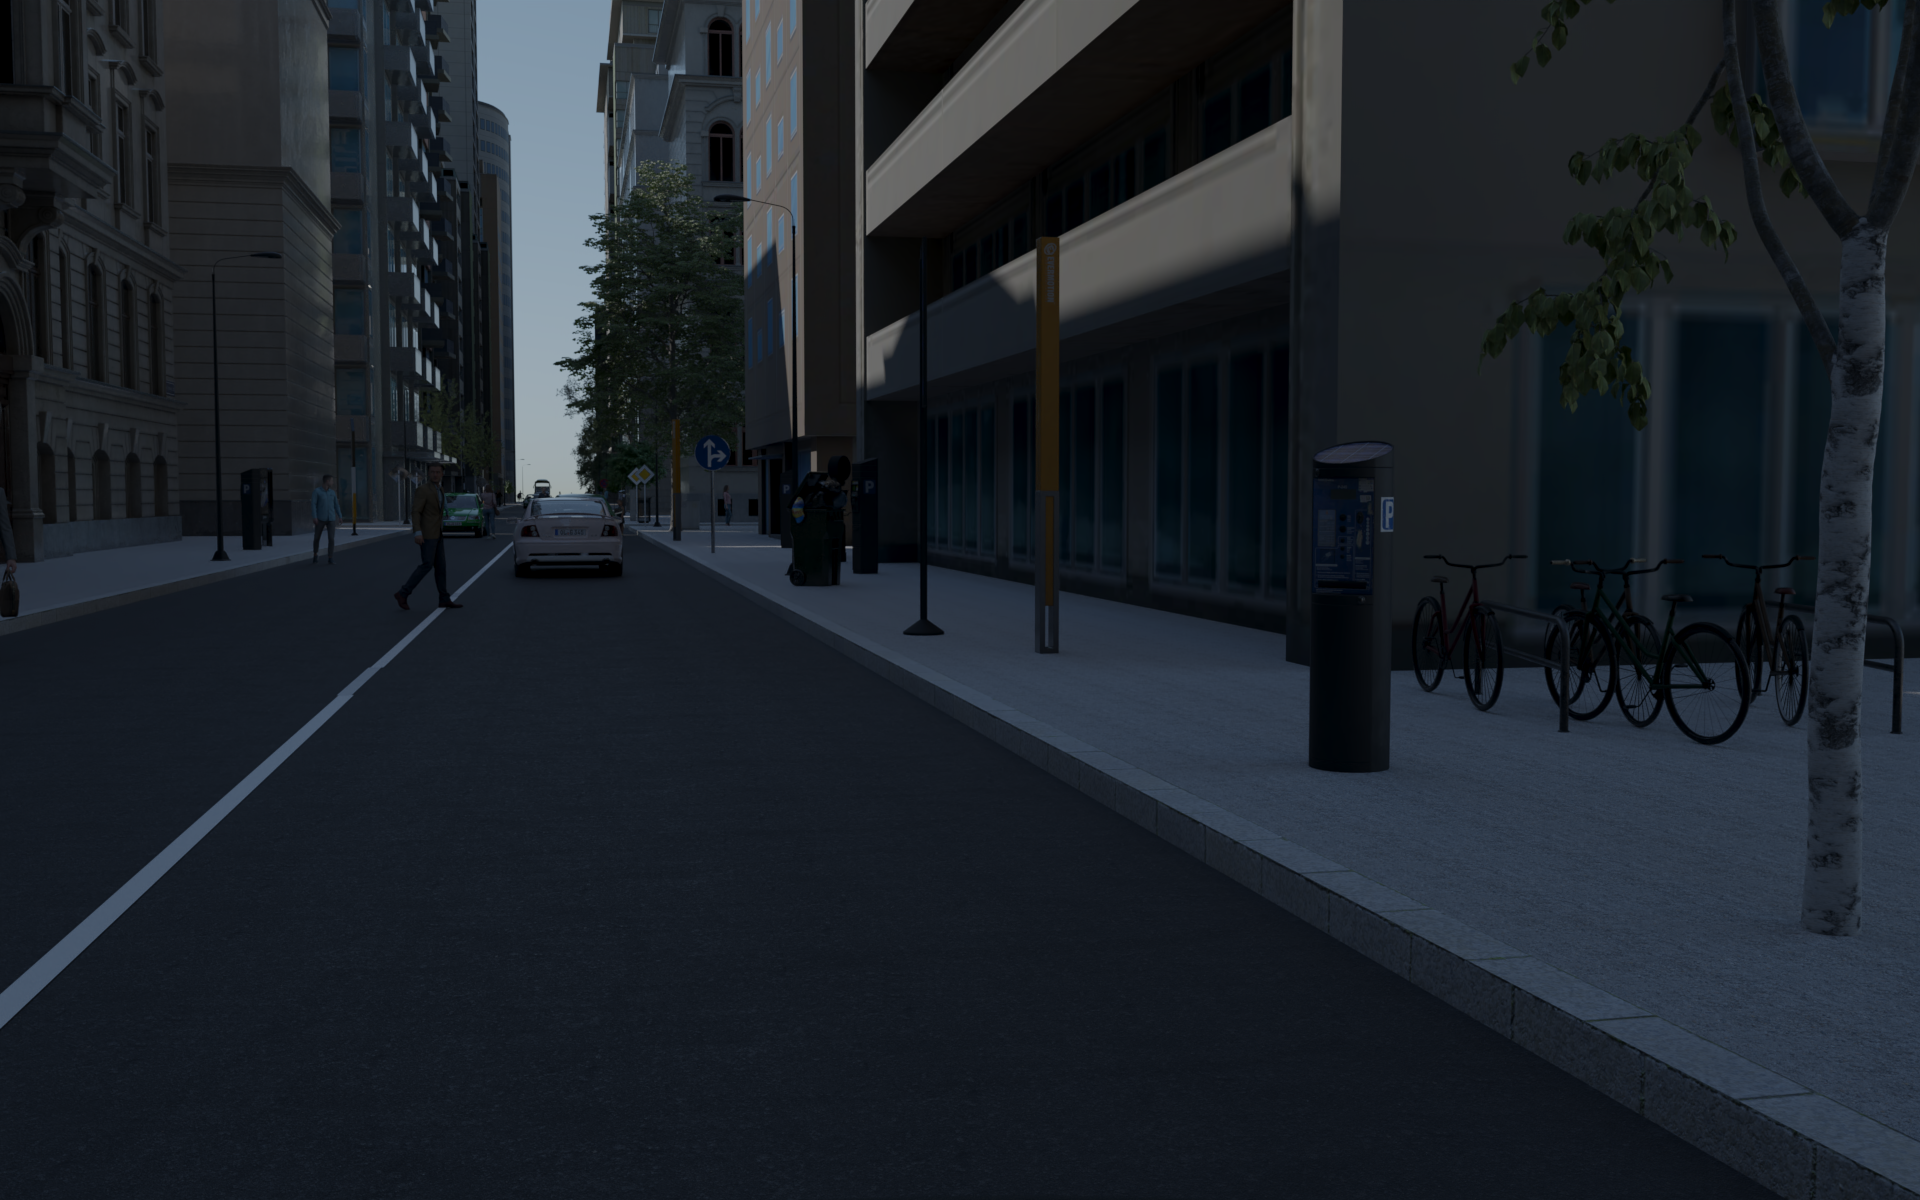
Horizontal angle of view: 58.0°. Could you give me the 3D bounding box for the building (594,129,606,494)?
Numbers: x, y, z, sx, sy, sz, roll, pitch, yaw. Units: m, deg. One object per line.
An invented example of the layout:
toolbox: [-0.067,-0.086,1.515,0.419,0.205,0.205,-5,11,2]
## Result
building: [-50.255,-59.771,289.929,22.319,86.520,31.000,-1,4,-13]

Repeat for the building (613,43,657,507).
building: [-25.147,-29.276,162.261,14.154,41.232,14.086,-1,4,-13]

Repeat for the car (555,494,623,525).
car: [-9.525,-1.936,43.458,2.131,1.459,4.920,-1,4,-12]

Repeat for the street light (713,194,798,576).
street light: [-3.125,-3.336,27.077,1.470,5.913,1.316,-1,4,-13]

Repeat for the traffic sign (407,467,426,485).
traffic sign: [-23.021,-4.355,73.389,0.795,2.593,0.064,-1,4,-13]

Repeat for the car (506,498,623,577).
car: [-7.168,-1.170,31.498,2.083,1.381,4.827,-1,4,-15]

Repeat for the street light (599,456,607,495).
street light: [-21.679,-8.308,108.372,1.470,5.913,1.316,-1,4,-13]

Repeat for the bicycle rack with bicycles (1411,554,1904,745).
bicycle rack with bicycles: [4.028,0.207,10.002,2.852,0.926,2.925,0,4,3]

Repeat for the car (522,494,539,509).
car: [-41.949,-9.698,170.355,2.131,1.459,4.920,-1,4,-11]

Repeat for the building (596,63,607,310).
building: [-29.189,-38.042,211.223,28.713,52.752,27.495,-1,4,-13]

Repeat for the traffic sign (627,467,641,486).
traffic sign: [-14.050,-4.478,75.398,0.795,2.593,0.064,-1,4,-13]

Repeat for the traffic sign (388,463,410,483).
traffic sign: [-21.252,-3.878,65.601,0.795,2.593,0.064,-1,4,-13]

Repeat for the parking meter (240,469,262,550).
parking meter: [-16.277,-2.082,39.754,0.399,1.863,0.255,2,4,23]

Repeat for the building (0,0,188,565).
building: [-22.714,-12.860,29.350,14.460,24.649,34.723,-1,4,-13]

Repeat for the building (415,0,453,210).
building: [-48.124,-28.683,123.595,22.147,44.769,28.867,-1,4,-13]

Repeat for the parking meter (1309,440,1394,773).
parking meter: [1.829,0.019,8.099,0.372,1.533,0.369,0,3,0]

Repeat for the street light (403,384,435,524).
street light: [-22.890,-6.159,73.240,1.470,5.913,1.316,-1,4,-13]

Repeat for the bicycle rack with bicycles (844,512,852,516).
bicycle rack with bicycles: [-2.102,-1.339,35.282,2.852,0.926,2.925,0,4,5]

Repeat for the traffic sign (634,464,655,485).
traffic sign: [-12.281,-4.001,67.610,0.795,2.593,0.064,-1,4,-13]

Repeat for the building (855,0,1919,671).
building: [10.753,-24.455,23.540,21.300,48.544,21.600,-1,4,-13]

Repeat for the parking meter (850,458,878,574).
parking meter: [-1.535,-1.353,27.838,0.399,1.863,0.255,-2,4,-35]

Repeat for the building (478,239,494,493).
building: [-58.692,-25.532,189.156,14.160,30.474,14.107,-1,4,-13]

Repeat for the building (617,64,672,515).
building: [-17.532,-20.955,120.104,11.434,29.767,29.804,-1,4,-13]

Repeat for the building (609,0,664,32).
building: [-22.423,-36.414,184.614,28.713,52.752,27.495,-1,4,-13]

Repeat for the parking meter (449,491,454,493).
parking meter: [-41.757,-8.190,142.320,0.372,1.533,0.369,0,3,0]

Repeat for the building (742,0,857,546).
building: [1.398,-24.404,49.120,14.600,45.320,14.200,-1,4,-13]

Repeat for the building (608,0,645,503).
building: [-41.822,-49.659,250.178,20.563,71.187,20.611,-1,4,-13]

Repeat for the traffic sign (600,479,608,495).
traffic sign: [-29.874,-8.893,145.502,0.768,2.556,0.104,0,4,-3]

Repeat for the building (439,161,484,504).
building: [-63.339,-29.120,167.992,32.217,40.220,23.993,-1,4,-13]

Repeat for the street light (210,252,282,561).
street light: [-13.694,-3.714,33.258,1.470,5.913,1.316,-1,4,-13]

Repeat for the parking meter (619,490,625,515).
parking meter: [-20.251,-5.833,103.775,0.372,1.533,0.369,0,3,0]

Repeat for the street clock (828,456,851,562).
street clock: [-2.272,-1.717,32.638,0.358,2.002,0.471,2,4,29]

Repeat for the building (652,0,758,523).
building: [-2.735,-18.214,85.186,23.554,28.519,14.401,-1,4,-13]

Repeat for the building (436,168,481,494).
building: [-50.162,-23.246,151.773,14.160,30.474,14.107,-1,4,-13]

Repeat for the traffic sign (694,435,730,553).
traffic sign: [-5.359,-2.289,37.526,0.768,2.556,0.104,-1,4,-9]

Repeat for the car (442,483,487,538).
car: [-16.847,-3.017,58.128,1.959,1.807,4.718,-1,4,-12]

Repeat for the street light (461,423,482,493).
street light: [-32.010,-8.616,113.407,1.470,5.913,1.316,-1,4,-13]

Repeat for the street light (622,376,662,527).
street light: [-12.372,-5.806,67.463,1.470,5.913,1.316,-1,4,-13]

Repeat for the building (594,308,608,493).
building: [-49.252,-30.350,267.920,14.160,30.474,14.107,-1,4,-13]

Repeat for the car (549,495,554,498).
car: [-64.980,-15.918,272.846,1.945,1.354,3.894,-1,4,-14]

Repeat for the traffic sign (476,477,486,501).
traffic sign: [-36.150,-7.990,130.735,0.768,2.556,0.104,-1,4,-9]

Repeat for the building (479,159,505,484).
building: [-69.207,-35.734,234.365,14.600,45.320,14.200,-1,4,-13]

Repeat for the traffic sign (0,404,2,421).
traffic sign: [-10.677,-1.130,18.578,0.768,2.556,0.104,0,4,-7]

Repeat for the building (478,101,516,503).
building: [-76.828,-43.570,254.371,21.231,58.520,28.212,-1,4,-13]

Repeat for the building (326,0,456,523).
building: [-38.182,-28.508,85.713,23.786,49.044,30.456,-1,4,-13]

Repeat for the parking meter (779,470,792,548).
parking meter: [-4.055,-2.161,41.044,0.399,1.863,0.255,2,4,27]

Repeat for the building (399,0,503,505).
building: [-65.129,-46.848,204.223,20.563,71.187,20.611,-1,4,-13]

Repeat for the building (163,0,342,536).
building: [-33.596,-15.781,55.281,25.104,27.353,12.463,-1,4,-13]
